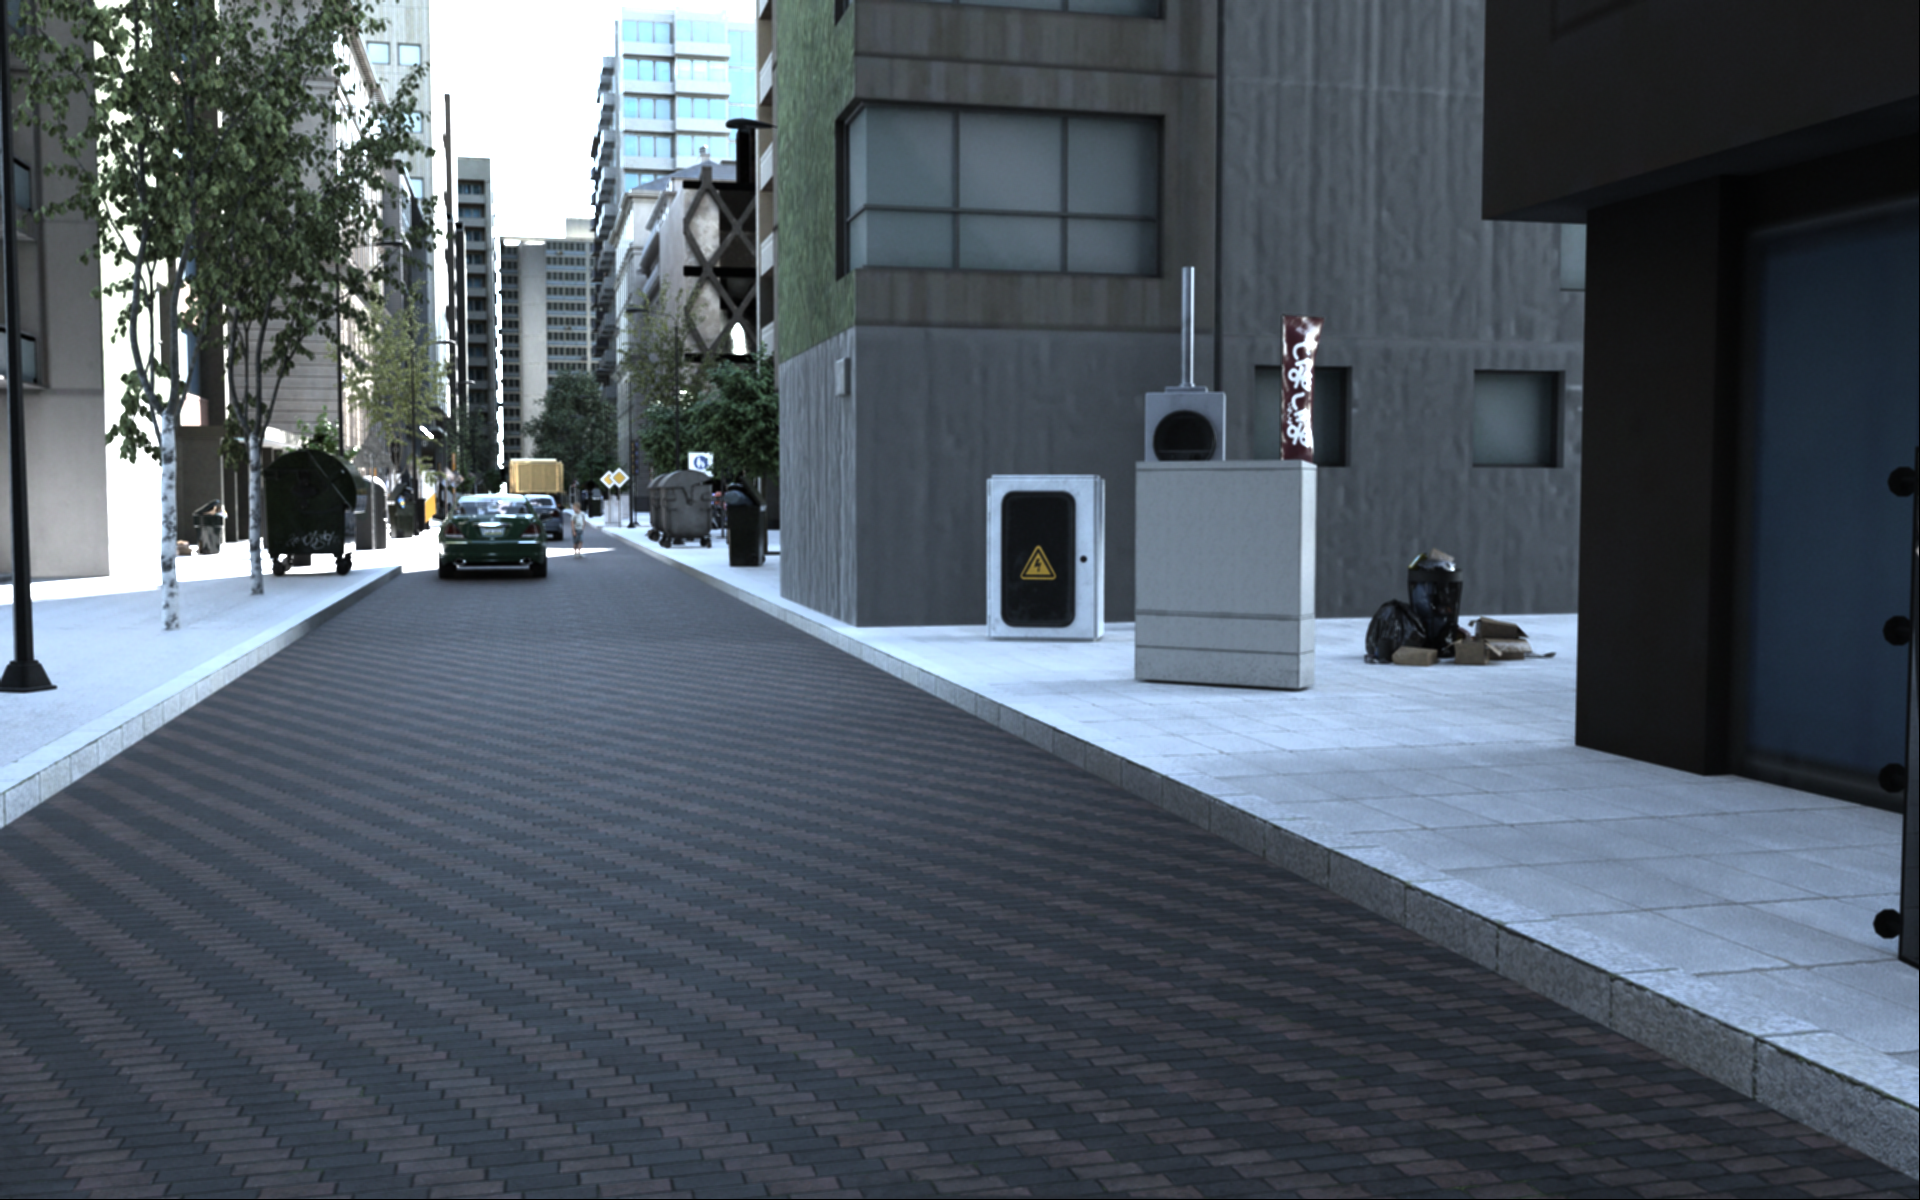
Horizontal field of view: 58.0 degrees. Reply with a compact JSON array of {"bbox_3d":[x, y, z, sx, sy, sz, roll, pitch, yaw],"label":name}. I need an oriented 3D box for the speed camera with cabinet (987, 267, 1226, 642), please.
[{"bbox_3d":[1.279,-1.272,15.133,2.038,3.252,0.660,1,4,10],"label":"speed camera with cabinet"}]

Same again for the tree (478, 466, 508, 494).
[{"bbox_3d":[-53.132,-13.072,197.440,4.285,4.588,4.351,0,3,0],"label":"tree"}]

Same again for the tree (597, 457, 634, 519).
[{"bbox_3d":[-17.889,-5.898,91.033,1.663,3.219,1.824,0,3,0],"label":"tree"}]

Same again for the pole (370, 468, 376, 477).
[{"bbox_3d":[-20.929,-4.156,61.795,0.158,3.312,0.155,0,3,0],"label":"pole"}]

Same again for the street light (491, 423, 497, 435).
[{"bbox_3d":[-31.125,-8.583,112.869,1.470,5.913,1.316,-1,4,-14],"label":"street light"}]

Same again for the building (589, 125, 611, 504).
[{"bbox_3d":[-32.310,-33.691,205.466,22.147,44.769,28.867,-1,4,-14],"label":"building"}]

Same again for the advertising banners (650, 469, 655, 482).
[{"bbox_3d":[-16.559,-6.080,95.591,0.090,3.025,2.074,-3,5,-44],"label":"advertising banners"}]

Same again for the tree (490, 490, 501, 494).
[{"bbox_3d":[-56.768,-13.340,212.703,1.663,3.219,1.824,0,3,0],"label":"tree"}]

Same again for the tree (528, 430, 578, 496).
[{"bbox_3d":[-47.409,-16.456,203.459,7.601,10.594,8.767,-1,4,-22],"label":"tree"}]

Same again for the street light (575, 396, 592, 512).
[{"bbox_3d":[-17.309,-6.697,82.044,1.470,5.913,1.316,-1,4,-14],"label":"street light"}]

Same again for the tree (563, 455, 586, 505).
[{"bbox_3d":[-25.047,-8.352,120.265,4.285,4.588,4.351,0,3,0],"label":"tree"}]

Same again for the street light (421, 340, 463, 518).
[{"bbox_3d":[-15.946,-4.882,52.355,1.470,5.913,1.316,-1,4,-14],"label":"street light"}]

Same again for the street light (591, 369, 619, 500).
[{"bbox_3d":[-12.834,-5.629,64.567,1.470,5.913,1.316,-1,4,-14],"label":"street light"}]

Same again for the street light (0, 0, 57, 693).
[{"bbox_3d":[-5.592,-2.369,11.278,1.470,5.913,1.316,-1,4,-14],"label":"street light"}]

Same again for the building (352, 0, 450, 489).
[{"bbox_3d":[-59.599,-34.441,152.355,28.713,52.752,27.495,-1,4,-14],"label":"building"}]

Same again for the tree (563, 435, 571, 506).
[{"bbox_3d":[-39.824,-13.844,176.714,4.360,8.622,3.978,0,3,0],"label":"tree"}]

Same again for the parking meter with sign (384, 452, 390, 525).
[{"bbox_3d":[-24.095,-4.715,73.354,0.543,3.016,1.738,-1,4,-13],"label":"parking meter with sign"}]

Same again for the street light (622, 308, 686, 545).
[{"bbox_3d":[-7.638,-4.336,43.440,1.470,5.913,1.316,-1,4,-14],"label":"street light"}]

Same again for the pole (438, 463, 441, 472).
[{"bbox_3d":[-34.051,-7.309,113.345,0.158,3.312,0.155,0,3,0],"label":"pole"}]

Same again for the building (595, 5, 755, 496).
[{"bbox_3d":[-25.274,-34.054,176.393,23.786,49.044,30.456,-1,4,-14],"label":"building"}]

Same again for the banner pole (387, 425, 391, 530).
[{"bbox_3d":[-20.343,-4.393,61.846,0.401,3.779,0.863,-1,4,-22],"label":"banner pole"}]

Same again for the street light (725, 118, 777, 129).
[{"bbox_3d":[-2.211,-3.006,21.694,1.470,5.913,1.316,-1,4,-14],"label":"street light"}]

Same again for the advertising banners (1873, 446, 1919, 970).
[{"bbox_3d":[2.614,-0.461,3.729,0.090,3.025,2.074,0,4,-1],"label":"advertising banners"}]

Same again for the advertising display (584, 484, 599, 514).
[{"bbox_3d":[-23.808,-6.529,111.961,0.974,1.923,0.123,1,4,12],"label":"advertising display"}]

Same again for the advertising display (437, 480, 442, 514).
[{"bbox_3d":[-23.981,-4.560,79.772,0.123,1.923,0.974,-1,4,-22],"label":"advertising display"}]

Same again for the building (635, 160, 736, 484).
[{"bbox_3d":[-13.446,-16.528,112.029,13.314,21.916,24.055,-1,4,-14],"label":"building"}]

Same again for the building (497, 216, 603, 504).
[{"bbox_3d":[-53.080,-33.878,245.789,23.993,40.220,32.217,-1,4,-14],"label":"building"}]

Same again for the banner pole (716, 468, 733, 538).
[{"bbox_3d":[-6.829,-3.706,50.615,0.401,3.779,0.863,1,4,22],"label":"banner pole"}]

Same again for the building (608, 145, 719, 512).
[{"bbox_3d":[-20.508,-20.681,135.390,12.463,27.353,25.104,-1,4,-14],"label":"building"}]

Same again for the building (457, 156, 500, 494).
[{"bbox_3d":[-73.728,-37.337,234.165,21.600,48.544,21.300,-1,4,-14],"label":"building"}]

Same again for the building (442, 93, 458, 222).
[{"bbox_3d":[-61.887,-32.915,188.276,14.600,45.320,14.200,-1,4,-14],"label":"building"}]

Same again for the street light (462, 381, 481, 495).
[{"bbox_3d":[-20.632,-6.034,71.196,1.470,5.913,1.316,-1,4,-14],"label":"street light"}]

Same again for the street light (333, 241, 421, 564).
[{"bbox_3d":[-10.801,-3.623,31.783,1.470,5.913,1.316,-1,4,-14],"label":"street light"}]

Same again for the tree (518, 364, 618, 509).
[{"bbox_3d":[-33.988,-14.408,152.573,9.611,12.733,9.660,0,3,0],"label":"tree"}]

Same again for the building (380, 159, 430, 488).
[{"bbox_3d":[-41.888,-17.810,110.255,14.314,24.678,30.058,-1,4,-14],"label":"building"}]

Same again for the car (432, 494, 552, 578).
[{"bbox_3d":[-8.410,-1.185,31.173,2.131,1.459,4.920,-1,4,-15],"label":"car"}]

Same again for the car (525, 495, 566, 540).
[{"bbox_3d":[-13.524,-2.626,54.939,2.014,1.417,4.499,-1,4,-15],"label":"car"}]

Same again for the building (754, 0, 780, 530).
[{"bbox_3d":[5.540,-26.314,53.939,21.300,48.544,21.600,-1,4,-14],"label":"building"}]

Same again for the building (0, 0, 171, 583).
[{"bbox_3d":[-19.514,-20.706,22.136,14.154,41.232,14.086,-1,4,-14],"label":"building"}]

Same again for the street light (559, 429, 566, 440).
[{"bbox_3d":[-27.623,-9.242,123.654,1.470,5.913,1.316,-1,4,-14],"label":"street light"}]

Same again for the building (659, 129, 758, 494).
[{"bbox_3d":[-5.702,-13.340,85.556,16.811,18.784,16.820,-1,4,-14],"label":"building"}]

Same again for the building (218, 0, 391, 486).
[{"bbox_3d":[-34.549,-17.475,82.982,12.463,27.353,25.104,-1,4,-14],"label":"building"}]

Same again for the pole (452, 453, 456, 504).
[{"bbox_3d":[-25.259,-5.666,86.490,0.158,3.312,0.155,0,3,0],"label":"pole"}]

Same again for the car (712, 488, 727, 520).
[{"bbox_3d":[-8.429,-3.620,68.782,3.694,1.707,1.945,-1,4,-13],"label":"car"}]

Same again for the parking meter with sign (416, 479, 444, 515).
[{"bbox_3d":[-28.082,-5.833,91.624,0.543,3.016,1.738,2,4,31],"label":"parking meter with sign"}]

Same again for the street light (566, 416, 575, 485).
[{"bbox_3d":[-22.431,-7.967,102.802,1.470,5.913,1.316,-1,4,-14],"label":"street light"}]

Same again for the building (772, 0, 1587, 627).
[{"bbox_3d":[4.150,-20.803,23.730,14.154,41.232,14.086,-1,4,-14],"label":"building"}]

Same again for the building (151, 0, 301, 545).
[{"bbox_3d":[-32.537,-23.742,42.811,28.867,44.769,22.147,-1,4,-14],"label":"building"}]

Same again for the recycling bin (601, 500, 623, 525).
[{"bbox_3d":[-14.667,-3.717,73.325,0.722,1.027,0.722,0,4,-4],"label":"recycling bin"}]

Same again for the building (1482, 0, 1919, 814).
[{"bbox_3d":[11.123,-21.557,2.564,14.600,45.320,14.200,-1,4,-14],"label":"building"}]

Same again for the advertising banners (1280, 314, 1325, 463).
[{"bbox_3d":[2.666,-1.250,16.633,2.074,3.025,0.090,-2,4,-27],"label":"advertising banners"}]

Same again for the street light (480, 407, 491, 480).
[{"bbox_3d":[-25.857,-7.304,91.964,1.470,5.913,1.316,-1,4,-14],"label":"street light"}]

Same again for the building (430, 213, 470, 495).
[{"bbox_3d":[-57.277,-24.670,175.062,14.160,30.474,14.107,-1,4,-14],"label":"building"}]
